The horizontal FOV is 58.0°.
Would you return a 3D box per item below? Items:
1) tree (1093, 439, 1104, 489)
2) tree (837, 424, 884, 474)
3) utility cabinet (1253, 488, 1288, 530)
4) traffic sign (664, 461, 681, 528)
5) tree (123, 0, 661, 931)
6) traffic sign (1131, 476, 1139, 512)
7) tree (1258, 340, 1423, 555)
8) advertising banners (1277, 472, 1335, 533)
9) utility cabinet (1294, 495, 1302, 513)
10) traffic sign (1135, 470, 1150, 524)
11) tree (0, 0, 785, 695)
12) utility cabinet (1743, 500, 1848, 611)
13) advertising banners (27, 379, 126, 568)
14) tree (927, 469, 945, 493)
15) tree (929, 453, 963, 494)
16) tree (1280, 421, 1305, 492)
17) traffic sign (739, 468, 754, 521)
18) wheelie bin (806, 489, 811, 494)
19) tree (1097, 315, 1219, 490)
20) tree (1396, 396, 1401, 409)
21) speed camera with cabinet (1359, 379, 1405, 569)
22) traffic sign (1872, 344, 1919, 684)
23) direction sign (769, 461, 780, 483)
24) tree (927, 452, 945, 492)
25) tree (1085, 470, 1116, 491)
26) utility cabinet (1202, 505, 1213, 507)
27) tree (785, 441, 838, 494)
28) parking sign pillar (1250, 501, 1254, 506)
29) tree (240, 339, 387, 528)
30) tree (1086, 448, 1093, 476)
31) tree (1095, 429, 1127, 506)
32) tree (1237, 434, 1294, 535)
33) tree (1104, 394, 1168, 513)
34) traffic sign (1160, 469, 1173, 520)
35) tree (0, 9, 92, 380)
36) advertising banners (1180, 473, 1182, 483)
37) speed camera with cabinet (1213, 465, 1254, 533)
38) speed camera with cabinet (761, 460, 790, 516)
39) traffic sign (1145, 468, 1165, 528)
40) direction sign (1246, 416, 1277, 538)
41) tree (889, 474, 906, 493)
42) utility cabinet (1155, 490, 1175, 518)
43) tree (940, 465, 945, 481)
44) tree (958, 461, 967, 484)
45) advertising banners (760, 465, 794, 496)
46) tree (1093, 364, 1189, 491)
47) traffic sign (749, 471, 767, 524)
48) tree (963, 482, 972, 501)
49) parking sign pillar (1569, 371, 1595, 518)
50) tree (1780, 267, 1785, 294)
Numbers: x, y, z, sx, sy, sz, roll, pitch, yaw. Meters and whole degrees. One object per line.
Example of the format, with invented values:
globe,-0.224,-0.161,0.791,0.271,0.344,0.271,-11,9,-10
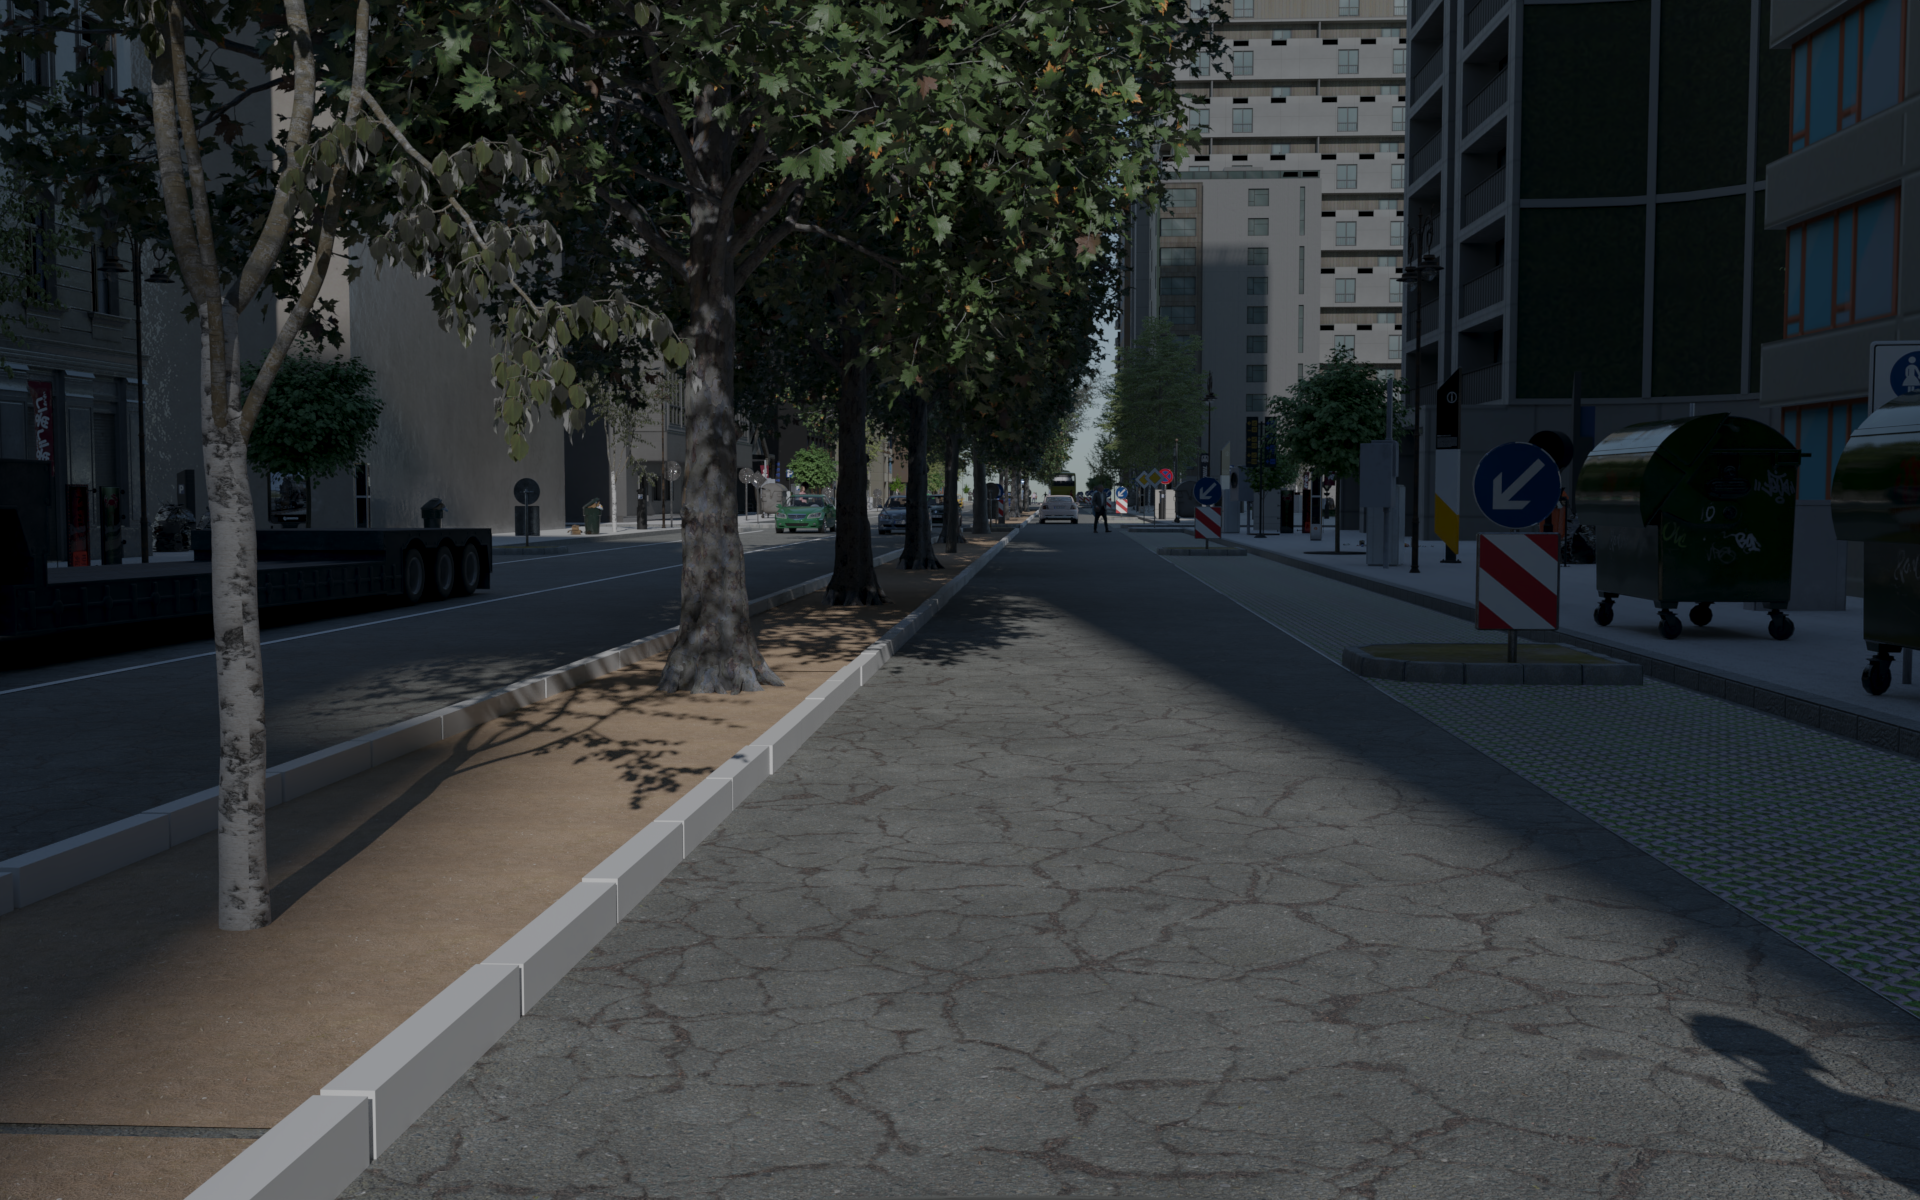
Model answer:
tree,14.796,-12.039,147.199,4.737,8.622,4.395,0,3,0
tree,-7.729,-11.144,132.568,4.737,8.622,4.395,0,3,0
utility cabinet,10.937,-3.201,61.011,1.173,1.500,0.318,1,4,11
traffic sign,-11.047,-4.048,66.283,0.768,2.556,0.104,1,4,9
tree,-2.360,-3.205,5.222,4.360,8.622,3.978,0,3,0
traffic sign,12.387,-7.420,121.416,0.768,2.556,0.104,1,4,9
tree,8.196,-3.264,37.078,4.285,4.588,4.351,0,3,0
advertising banners,11.374,-3.688,56.487,2.074,3.025,0.090,0,4,-8
utility cabinet,22.963,-6.537,118.034,0.306,1.237,1.020,-1,4,-17
traffic sign,7.796,-4.262,73.333,0.795,2.450,0.064,0,4,3
tree,-1.820,-5.678,12.304,9.611,12.733,9.660,0,3,0
utility cabinet,9.226,-0.487,19.127,1.020,1.237,0.306,0,4,-1
advertising banners,-13.999,-1.914,27.489,0.090,3.025,2.074,1,4,12
tree,-3.510,-14.010,212.775,4.285,4.588,4.351,0,3,0
tree,-2.406,-18.865,226.575,7.486,12.596,7.792,0,3,0
tree,28.439,-11.902,144.958,4.360,8.622,3.978,0,3,0
traffic sign,-10.275,-5.088,83.299,0.768,2.556,0.104,1,4,10
wheelie bin,-9.105,-5.750,101.927,0.693,1.594,0.980,1,4,19
tree,12.666,-11.771,110.575,7.486,12.596,7.792,0,3,0
tree,32.282,-10.764,126.347,4.360,8.622,3.978,0,3,0
speed camera with cabinet,7.470,-2.219,30.611,0.660,3.252,2.038,1,4,21
traffic sign,6.396,-0.581,11.629,0.606,2.300,0.079,1,4,10
direction sign,-12.825,-7.791,119.378,0.876,3.537,0.379,0,4,8
tree,-3.805,-15.045,196.344,4.737,8.622,4.395,0,3,0
tree,20.885,-17.061,262.656,4.285,4.588,4.351,0,3,0
utility cabinet,11.713,-4.402,83.133,1.020,1.237,0.306,-3,5,-41
tree,-9.134,-7.580,107.654,4.285,4.588,4.351,0,3,0
parking sign pillar,23.968,-9.406,142.266,1.447,3.967,1.447,-3,4,-38
tree,-13.251,-3.134,34.947,4.285,4.588,4.351,0,3,0
tree,14.589,-12.735,158.575,4.737,8.622,4.395,0,3,0
tree,16.134,-14.086,180.665,4.360,8.622,3.978,0,3,0
tree,9.490,-3.633,54.006,1.663,3.219,1.824,0,3,0
tree,12.803,-10.261,118.133,4.737,8.622,4.395,0,3,0
traffic sign,10.308,-5.312,86.949,0.768,2.556,0.104,1,4,10
tree,-13.996,-4.453,23.165,4.737,8.622,4.395,0,3,0
advertising banners,15.963,-7.802,123.749,0.090,3.025,2.074,2,4,24
speed camera with cabinet,8.910,-3.801,56.486,0.660,3.252,2.038,-1,4,-15
speed camera with cabinet,-10.692,-6.486,100.389,2.038,3.252,0.660,3,5,45
traffic sign,7.346,-3.775,65.360,0.795,2.450,0.064,0,4,3
direction sign,8.796,-3.585,50.619,0.876,3.537,0.379,0,4,7
tree,-5.812,-10.334,163.564,1.663,3.219,1.824,0,3,0
utility cabinet,10.827,-5.044,91.141,1.173,1.500,0.318,1,4,11
tree,-2.059,-18.087,246.081,4.360,8.622,3.978,0,3,0
tree,-0.856,-19.062,262.024,4.737,8.622,4.395,0,3,0
advertising banners,-11.046,-6.637,104.699,2.074,3.025,0.090,0,4,5
tree,14.146,-12.883,136.388,9.928,11.665,9.643,0,3,0
traffic sign,-8.671,-4.320,74.279,0.795,2.450,0.064,0,4,3
tree,1.067,-17.758,284.946,1.663,3.219,1.824,0,3,0
parking sign pillar,13.892,-3.075,38.752,1.447,3.967,1.447,1,4,17
tree,17.716,-4.992,31.981,4.737,8.622,4.395,0,3,0
